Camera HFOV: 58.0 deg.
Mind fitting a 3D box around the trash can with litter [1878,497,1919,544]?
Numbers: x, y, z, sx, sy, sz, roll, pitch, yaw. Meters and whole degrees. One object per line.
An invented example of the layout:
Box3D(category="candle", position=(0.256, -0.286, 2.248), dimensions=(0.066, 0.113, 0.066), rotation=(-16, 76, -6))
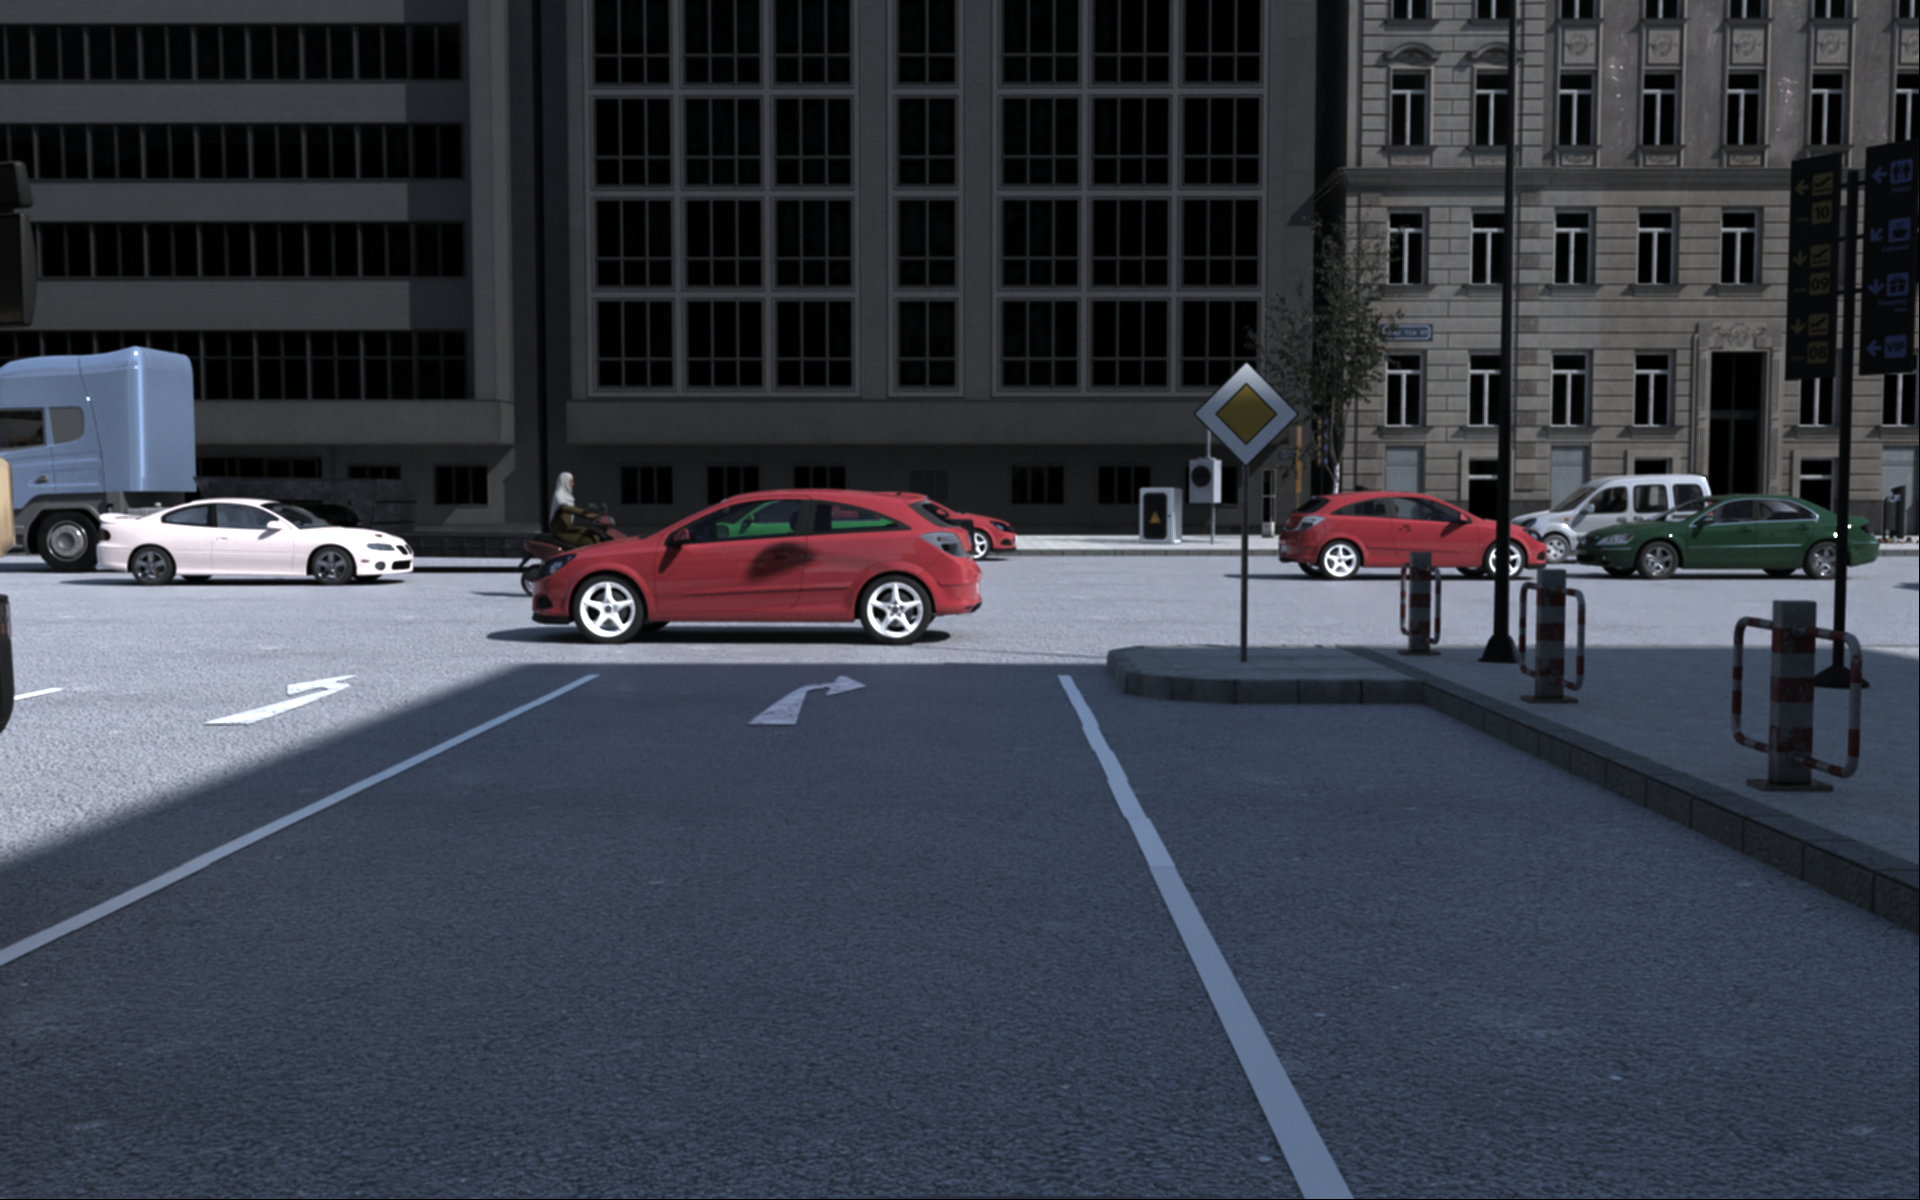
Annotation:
Box3D(category="trash can with litter", position=(24.704, -2.106, 45.485), dimensions=(2.233, 1.210, 1.678), rotation=(-3, 4, -36))

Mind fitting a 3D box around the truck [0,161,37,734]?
Box3D(category="truck", position=(-5.144, -0.815, 2.239), dimensions=(2.839, 4.237, 11.283), rotation=(0, 4, 2))

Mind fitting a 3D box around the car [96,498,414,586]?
Box3D(category="car", position=(-11.294, -0.950, 27.893), dimensions=(4.827, 1.381, 2.083), rotation=(0, 4, -1))

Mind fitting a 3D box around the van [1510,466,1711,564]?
Box3D(category="van", position=(13.487, -1.782, 36.155), dimensions=(4.112, 2.044, 2.013), rotation=(0, 4, 2))

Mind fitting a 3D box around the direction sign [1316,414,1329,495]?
Box3D(category="direction sign", position=(10.373, -3.527, 49.667), dimensions=(0.379, 3.537, 0.876), rotation=(2, 4, 33))

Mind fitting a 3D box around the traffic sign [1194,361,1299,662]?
Box3D(category="traffic sign", position=(2.168, -0.584, 13.198), dimensions=(0.795, 2.450, 0.064), rotation=(0, 4, 0))

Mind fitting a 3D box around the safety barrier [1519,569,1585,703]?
Box3D(category="safety barrier", position=(3.643, 0.219, 10.688), dimensions=(0.300, 0.817, 1.120), rotation=(0, 4, 0))

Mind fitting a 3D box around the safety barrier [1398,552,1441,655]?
Box3D(category="safety barrier", position=(3.670, 0.028, 13.823), dimensions=(0.300, 0.817, 1.120), rotation=(0, 4, 0))

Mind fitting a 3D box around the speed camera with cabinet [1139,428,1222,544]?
Box3D(category="speed camera with cabinet", position=(5.627, -3.056, 44.303), dimensions=(2.038, 3.252, 0.660), rotation=(2, 4, 30))

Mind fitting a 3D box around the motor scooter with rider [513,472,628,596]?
Box3D(category="motor scooter with rider", position=(-5.223, -0.922, 24.045), dimensions=(1.986, 1.779, 0.876), rotation=(0, 4, 0))

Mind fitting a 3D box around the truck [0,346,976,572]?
Box3D(category="truck", position=(-9.104, -2.612, 32.463), dimensions=(18.799, 4.110, 2.967), rotation=(0, 3, 0))

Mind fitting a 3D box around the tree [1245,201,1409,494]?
Box3D(category="tree", position=(9.512, -5.737, 44.154), dimensions=(4.360, 8.622, 3.978), rotation=(0, 3, 0))

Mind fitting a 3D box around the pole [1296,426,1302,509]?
Box3D(category="pole", position=(10.155, -3.553, 51.934), dimensions=(0.158, 3.312, 0.155), rotation=(0, 3, 0))

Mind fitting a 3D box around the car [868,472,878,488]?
Box3D(category="car", position=(-2.701, -1.218, 28.704), dimensions=(4.718, 1.807, 1.959), rotation=(0, 4, -1))

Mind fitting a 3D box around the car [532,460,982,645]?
Box3D(category="car", position=(-2.026, -0.504, 17.274), dimensions=(4.494, 1.783, 2.155), rotation=(0, 4, 2))

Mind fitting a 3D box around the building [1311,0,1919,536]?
Box3D(category="building", position=(23.885, -15.954, 58.104), dimensions=(25.104, 27.353, 12.463), rotation=(0, 4, 0))

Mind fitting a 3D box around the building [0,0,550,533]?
Box3D(category="building", position=(-27.973, -14.660, 58.758), dimensions=(30.058, 24.678, 14.314), rotation=(0, 4, 0))

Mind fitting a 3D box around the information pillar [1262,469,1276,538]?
Box3D(category="information pillar", position=(9.082, -2.843, 50.980), dimensions=(0.304, 2.012, 0.304), rotation=(2, 4, 30))

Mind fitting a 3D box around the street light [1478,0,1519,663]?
Box3D(category="street light", position=(3.613, -2.483, 13.137), dimensions=(1.470, 5.913, 1.316), rotation=(0, 4, 0))

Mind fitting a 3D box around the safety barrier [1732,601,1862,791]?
Box3D(category="safety barrier", position=(3.618, 0.412, 7.531), dimensions=(0.300, 0.817, 1.120), rotation=(0, 4, 0))

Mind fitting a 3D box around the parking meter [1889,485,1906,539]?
Box3D(category="parking meter", position=(26.939, -2.529, 49.767), dimensions=(0.372, 1.533, 0.369), rotation=(0, 3, 0))

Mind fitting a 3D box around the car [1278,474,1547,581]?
Box3D(category="car", position=(7.712, -1.251, 29.487), dimensions=(4.494, 1.783, 2.155), rotation=(0, 4, -1))

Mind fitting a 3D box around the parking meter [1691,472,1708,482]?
Box3D(category="parking meter", position=(19.907, -2.503, 46.631), dimensions=(0.399, 1.863, 0.255), rotation=(3, 5, 44))

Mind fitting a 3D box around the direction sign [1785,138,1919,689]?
Box3D(category="direction sign", position=(5.877, -1.192, 11.492), dimensions=(0.379, 3.537, 0.876), rotation=(-2, 4, -30))

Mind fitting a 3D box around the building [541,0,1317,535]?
Box3D(category="building", position=(-0.936, -16.217, 58.660), dimensions=(24.014, 27.812, 14.314), rotation=(0, 4, 0))

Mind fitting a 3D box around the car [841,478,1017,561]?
Box3D(category="car", position=(-1.000, -1.757, 37.768), dimensions=(4.494, 1.783, 2.155), rotation=(0, 4, -1))

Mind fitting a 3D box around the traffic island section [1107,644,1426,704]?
Box3D(category="traffic island section", position=(2.192, 0.551, 13.275), dimensions=(2.009, 0.180, 2.903), rotation=(0, 4, 0))

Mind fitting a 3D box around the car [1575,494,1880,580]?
Box3D(category="car", position=(13.108, -1.100, 29.777), dimensions=(4.920, 1.459, 2.131), rotation=(0, 4, 0))

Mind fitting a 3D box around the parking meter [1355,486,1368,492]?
Box3D(category="parking meter", position=(12.019, -2.659, 51.889), dimensions=(0.372, 1.533, 0.369), rotation=(0, 3, 0))
